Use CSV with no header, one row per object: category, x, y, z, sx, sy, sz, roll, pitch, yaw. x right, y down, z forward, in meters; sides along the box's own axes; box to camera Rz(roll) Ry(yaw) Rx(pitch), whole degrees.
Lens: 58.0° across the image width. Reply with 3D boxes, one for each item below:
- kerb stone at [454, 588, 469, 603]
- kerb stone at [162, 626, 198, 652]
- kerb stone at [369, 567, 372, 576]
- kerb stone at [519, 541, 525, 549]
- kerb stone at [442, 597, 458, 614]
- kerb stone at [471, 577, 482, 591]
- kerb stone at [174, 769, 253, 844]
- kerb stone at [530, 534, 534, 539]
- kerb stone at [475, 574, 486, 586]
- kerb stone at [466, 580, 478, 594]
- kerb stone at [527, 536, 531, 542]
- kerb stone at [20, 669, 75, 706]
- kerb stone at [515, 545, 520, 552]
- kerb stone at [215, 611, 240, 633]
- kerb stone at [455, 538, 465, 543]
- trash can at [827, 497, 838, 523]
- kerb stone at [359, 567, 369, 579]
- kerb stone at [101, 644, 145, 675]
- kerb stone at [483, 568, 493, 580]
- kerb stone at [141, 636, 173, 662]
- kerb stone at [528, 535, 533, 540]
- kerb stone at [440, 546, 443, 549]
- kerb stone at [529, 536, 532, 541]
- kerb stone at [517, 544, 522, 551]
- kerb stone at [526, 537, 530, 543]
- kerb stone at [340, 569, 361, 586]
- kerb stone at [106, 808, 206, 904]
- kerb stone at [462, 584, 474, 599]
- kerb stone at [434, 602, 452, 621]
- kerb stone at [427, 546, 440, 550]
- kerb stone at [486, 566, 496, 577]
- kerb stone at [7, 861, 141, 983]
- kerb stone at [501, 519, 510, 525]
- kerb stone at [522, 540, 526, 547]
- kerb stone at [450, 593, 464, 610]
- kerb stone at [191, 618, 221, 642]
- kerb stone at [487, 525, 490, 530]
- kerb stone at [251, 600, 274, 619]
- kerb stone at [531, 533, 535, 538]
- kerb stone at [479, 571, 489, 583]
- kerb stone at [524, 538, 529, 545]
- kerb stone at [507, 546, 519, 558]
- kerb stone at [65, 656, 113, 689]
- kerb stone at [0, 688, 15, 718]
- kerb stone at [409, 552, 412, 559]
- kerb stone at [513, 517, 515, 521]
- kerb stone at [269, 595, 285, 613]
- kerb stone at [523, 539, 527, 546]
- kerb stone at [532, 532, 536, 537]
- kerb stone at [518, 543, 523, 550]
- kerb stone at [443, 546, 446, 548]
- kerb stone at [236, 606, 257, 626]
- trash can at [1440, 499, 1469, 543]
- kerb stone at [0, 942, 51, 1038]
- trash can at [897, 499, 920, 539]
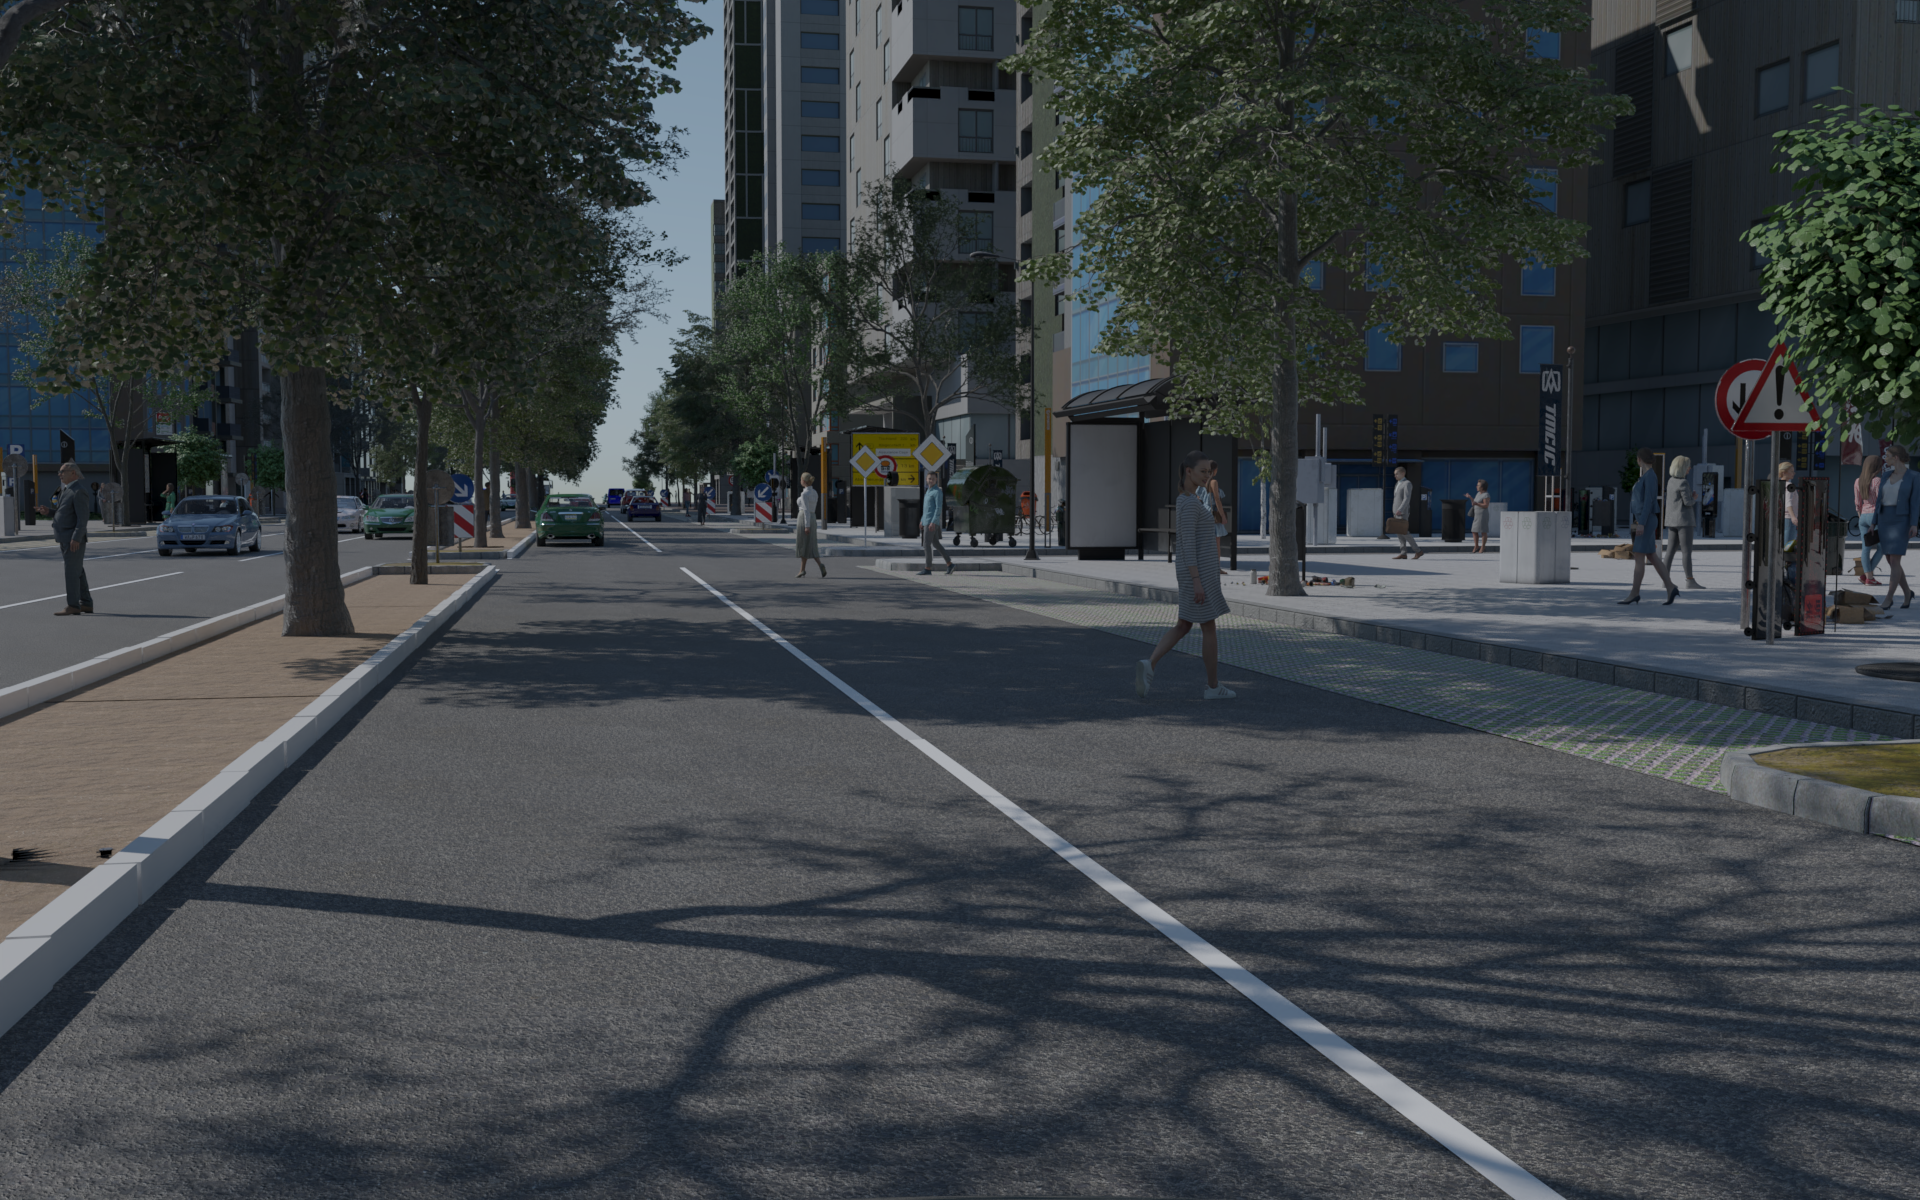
kerb stone,-6.526,-0.022,22.547,0.120,0.150,1.000,-1,4,-12
kerb stone,-7.251,0.377,16.038,0.120,0.150,1.000,-1,4,-12
kerb stone,-10.314,-0.483,30.095,0.120,0.150,1.000,-1,4,-12
kerb stone,-11.213,-1.336,44.042,0.120,0.150,1.000,-1,4,-12
kerb stone,-6.090,0.101,20.548,0.120,0.150,1.000,-1,4,-12
kerb stone,-7.175,-0.205,25.545,0.120,0.150,1.000,-1,4,-12
kerb stone,-3.240,0.898,7.515,0.120,0.150,1.000,-1,4,-12
kerb stone,-12.958,-1.824,52.059,0.120,0.150,1.000,-1,4,-12
kerb stone,-7.400,-0.264,26.542,0.120,0.150,1.000,-1,4,-12
kerb stone,-6.959,-0.144,24.545,0.120,0.150,1.000,-1,4,-12
kerb stone,-12.305,-1.643,49.056,0.120,0.150,1.000,-1,4,-12
kerb stone,-6.379,0.626,12.031,0.120,0.150,1.000,-1,4,-12
kerb stone,-10.555,-1.152,41.029,0.120,0.150,1.000,-1,4,-12
kerb stone,-7.691,0.254,18.035,0.120,0.150,1.000,-1,4,-12
kerb stone,-15.240,-1.857,52.665,0.120,0.150,1.000,-1,4,-12
trash can,-5.654,-3.925,75.831,0.748,1.137,0.748,0,3,0
kerb stone,-10.095,-0.420,29.087,0.120,0.150,1.000,-1,4,-12
kerb stone,-6.819,0.499,14.035,0.120,0.150,1.000,-1,4,-12
kerb stone,-7.828,-0.386,28.543,0.120,0.150,1.000,-1,4,-12
kerb stone,-7.034,0.447,15.039,0.120,0.150,1.000,-1,4,-12
kerb stone,-12.737,-1.761,51.060,0.120,0.150,1.000,-1,4,-12
kerb stone,-13.496,-1.371,44.656,0.120,0.150,1.000,-1,4,-12
kerb stone,-12.530,-1.704,50.058,0.120,0.150,1.000,-1,4,-12
kerb stone,-10.778,-1.212,42.031,0.120,0.150,1.000,-1,4,-12
kerb stone,-12.092,-1.582,48.057,0.120,0.150,1.000,-1,4,-12
kerb stone,-9.881,-0.359,28.071,0.120,0.150,1.000,-1,4,-12
kerb stone,-3.020,0.959,6.517,0.120,0.150,1.000,-1,4,-12
kerb stone,-6.732,-0.079,23.549,0.120,0.150,1.000,-1,4,-12
kerb stone,-5.866,0.162,19.545,0.120,0.150,1.000,-1,4,-12
kerb stone,-13.275,-1.310,43.655,0.120,0.150,1.000,-1,4,-12
kerb stone,-8.045,-0.449,29.542,0.120,0.150,1.000,-1,4,-12
kerb stone,-2.809,1.020,5.516,0.120,0.150,1.000,-1,4,-12
kerb stone,-22.236,-3.825,84.735,0.120,0.150,1.000,-1,4,-12
kerb stone,-11.427,-1.397,45.042,0.120,0.150,1.000,-1,4,-12
kerb stone,-6.296,0.043,21.551,0.120,0.150,1.000,-1,4,-12
kerb stone,-7.467,0.315,17.037,0.120,0.150,1.000,-1,4,-12
kerb stone,-19.396,-3.024,71.702,0.120,0.150,1.000,-1,4,-12
kerb stone,-8.121,0.131,20.050,0.120,0.150,1.000,-1,4,-12
kerb stone,-13.179,-1.888,53.066,0.120,0.150,1.000,-1,4,-12
kerb stone,-7.617,-0.327,27.541,0.120,0.150,1.000,-1,4,-12
kerb stone,-11.862,-1.521,47.059,0.120,0.150,1.000,-1,4,-12
kerb stone,-10.342,-1.090,40.029,0.120,0.150,1.000,-1,4,-12
kerb stone,-6.599,0.565,13.037,0.120,0.150,1.000,-1,4,-12
kerb stone,-6.160,0.683,11.032,0.120,0.150,1.000,-1,4,-12
kerb stone,-12.186,-1.002,38.653,0.120,0.150,1.000,-1,4,-12
kerb stone,-23.546,-4.192,90.733,0.120,0.150,1.000,-1,4,-12
kerb stone,-8.334,0.070,21.050,0.120,0.150,1.000,-1,4,-12
kerb stone,-11.651,-1.459,46.051,0.120,0.150,1.000,-1,4,-12
kerb stone,-13.400,-1.946,54.064,0.120,0.150,1.000,-1,4,-12
kerb stone,-10.992,-1.275,43.044,0.120,0.150,1.000,-1,4,-12
kerb stone,-13.713,-1.435,45.654,0.120,0.150,1.000,-1,4,-12
kerb stone,-7.913,0.197,19.049,0.120,0.150,1.000,-1,4,-12
trash can,13.079,-2.094,45.884,0.748,1.137,0.748,0,3,0
kerb stone,-2.580,1.081,4.513,0.120,0.150,1.000,-1,4,-12
trash can,-1.451,-2.337,49.864,0.748,1.137,0.748,0,3,0
